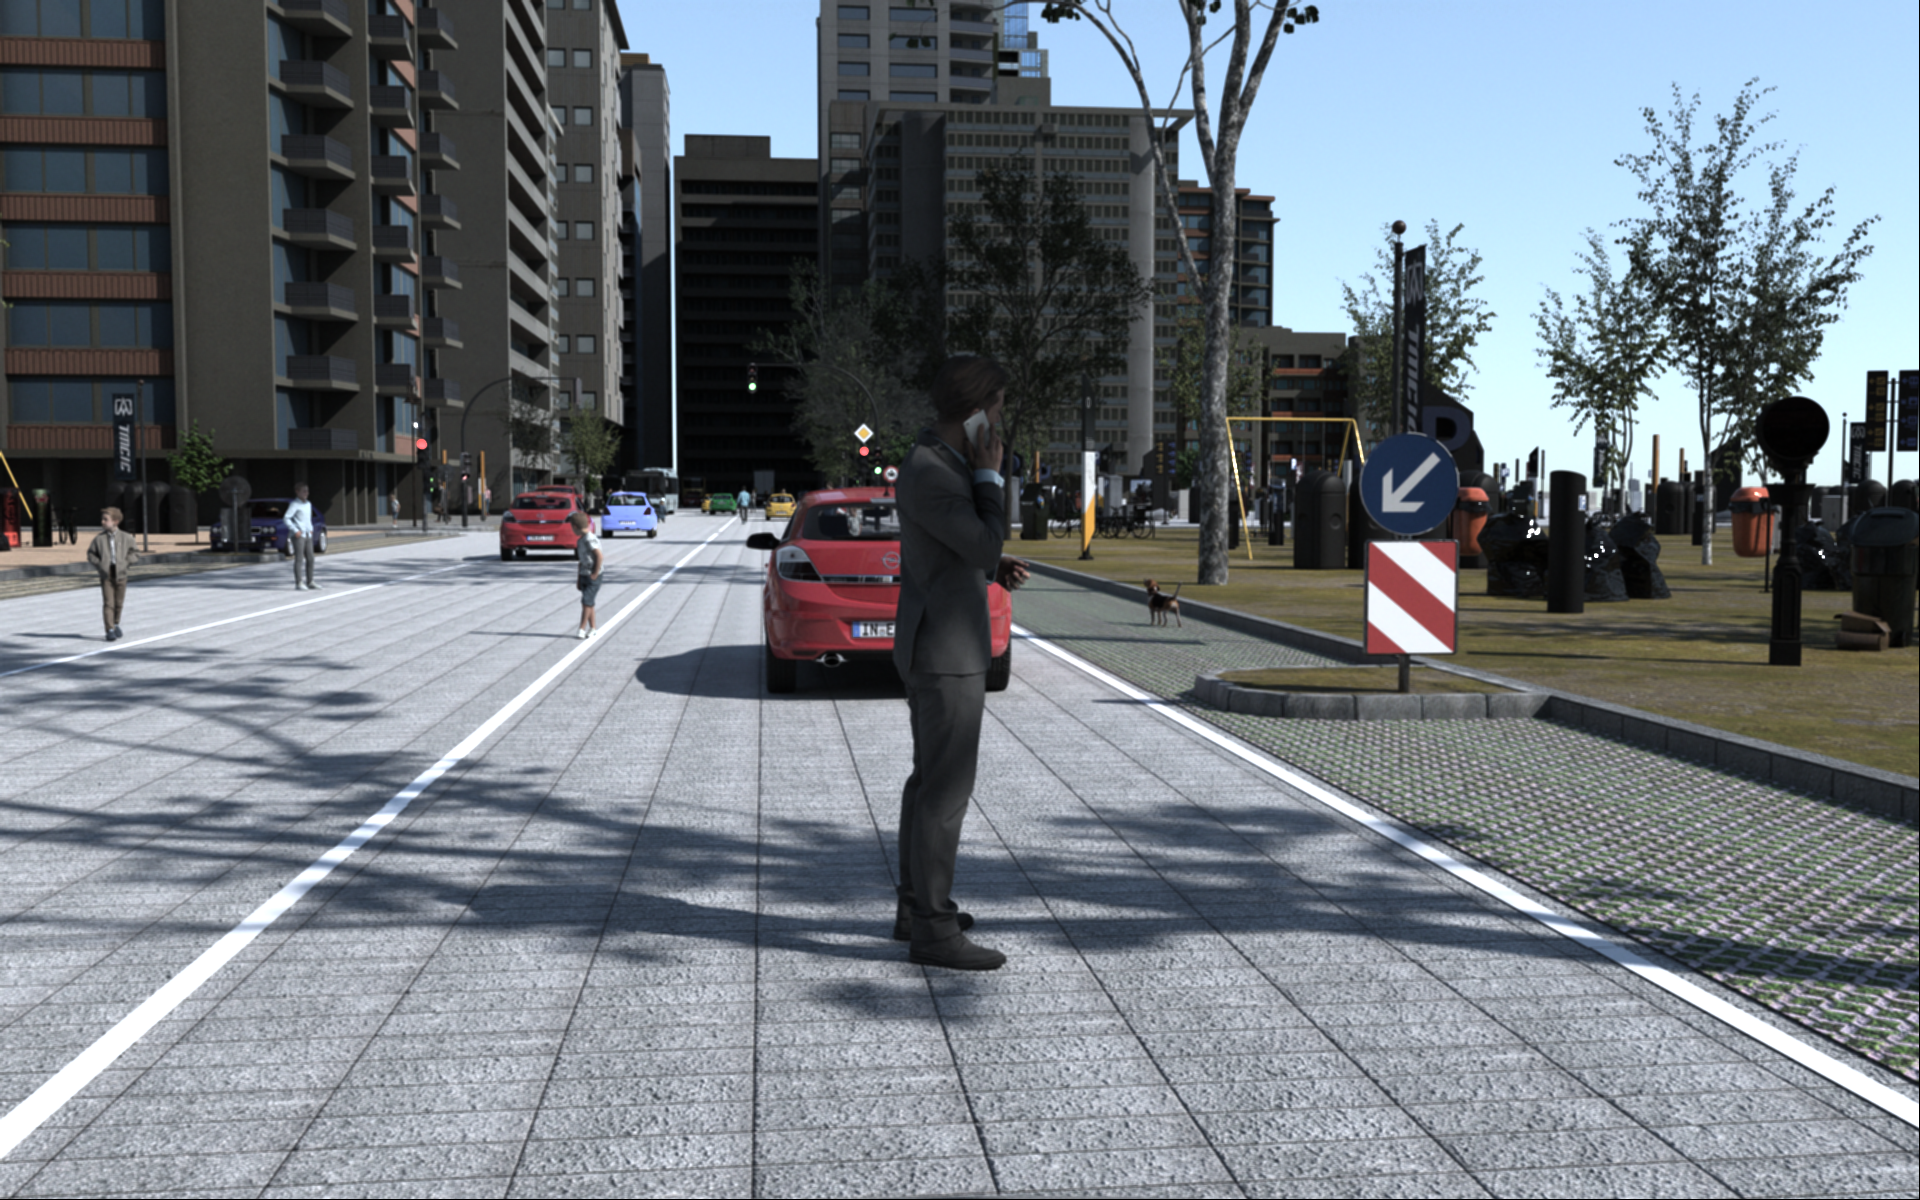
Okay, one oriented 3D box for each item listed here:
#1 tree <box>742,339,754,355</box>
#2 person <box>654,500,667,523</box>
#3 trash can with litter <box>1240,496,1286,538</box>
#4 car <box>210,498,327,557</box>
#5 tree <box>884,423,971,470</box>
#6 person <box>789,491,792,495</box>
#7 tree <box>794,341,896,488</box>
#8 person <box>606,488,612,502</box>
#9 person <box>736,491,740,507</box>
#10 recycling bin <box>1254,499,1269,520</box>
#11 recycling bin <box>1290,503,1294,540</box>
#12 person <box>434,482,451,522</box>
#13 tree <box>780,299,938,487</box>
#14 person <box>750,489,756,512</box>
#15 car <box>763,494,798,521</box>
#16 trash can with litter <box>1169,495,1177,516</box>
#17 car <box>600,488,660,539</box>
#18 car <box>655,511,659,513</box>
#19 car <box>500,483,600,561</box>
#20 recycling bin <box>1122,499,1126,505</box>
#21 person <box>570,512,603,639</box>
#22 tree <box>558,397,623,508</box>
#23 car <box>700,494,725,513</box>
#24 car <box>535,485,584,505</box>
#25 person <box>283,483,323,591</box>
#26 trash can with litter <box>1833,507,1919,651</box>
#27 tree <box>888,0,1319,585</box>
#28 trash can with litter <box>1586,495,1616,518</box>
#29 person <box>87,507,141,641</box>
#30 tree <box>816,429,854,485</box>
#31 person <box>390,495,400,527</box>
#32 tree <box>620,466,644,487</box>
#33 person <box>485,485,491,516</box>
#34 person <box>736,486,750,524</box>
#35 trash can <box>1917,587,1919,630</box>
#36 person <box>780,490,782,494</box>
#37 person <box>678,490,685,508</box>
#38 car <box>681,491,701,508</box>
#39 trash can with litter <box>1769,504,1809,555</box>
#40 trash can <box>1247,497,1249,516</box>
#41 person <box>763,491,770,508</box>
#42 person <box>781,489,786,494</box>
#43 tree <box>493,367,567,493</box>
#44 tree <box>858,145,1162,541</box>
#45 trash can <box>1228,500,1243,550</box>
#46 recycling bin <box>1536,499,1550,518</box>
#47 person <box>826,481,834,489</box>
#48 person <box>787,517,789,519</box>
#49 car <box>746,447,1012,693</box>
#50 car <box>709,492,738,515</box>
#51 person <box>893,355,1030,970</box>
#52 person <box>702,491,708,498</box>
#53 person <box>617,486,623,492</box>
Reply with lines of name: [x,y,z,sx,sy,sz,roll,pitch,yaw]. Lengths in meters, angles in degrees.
tree: [-10.817,-17.337,139.354,12.611,20.169,13.585,0,3,0]
person: [-15.133,-4.465,87.008,1.012,1.151,0.738,-1,4,-19]
trash can with litter: [8.922,-2.497,51.892,1.678,1.210,2.233,1,4,22]
car: [-16.064,-1.696,40.309,1.945,1.354,3.894,0,4,-4]
tree: [-1.862,-5.903,80.235,4.285,4.588,4.351,0,3,0]
person: [-18.163,-10.718,184.671,0.436,1.711,0.756,-1,4,-21]
tree: [-8.353,-12.815,127.652,7.486,12.596,7.792,0,3,0]
person: [-22.551,-6.299,111.740,0.600,1.795,0.529,-1,4,-20]
person: [-25.379,-11.618,198.410,0.705,1.831,1.348,1,4,10]
recycling bin: [15.207,-4.544,86.854,0.722,1.027,0.722,2,4,26]
recycling bin: [9.781,-2.238,49.147,0.722,1.027,0.722,0,4,4]
person: [-23.384,-4.419,78.250,0.822,1.834,0.622,-2,4,-25]
tree: [-6.229,-12.210,110.006,12.009,13.543,11.850,0,3,0]
person: [-16.265,-7.777,135.840,0.511,1.800,0.466,0,4,-3]
car: [-9.697,-5.132,94.129,2.015,1.641,3.980,0,4,-5]
trash can with litter: [13.191,-5.698,104.223,2.233,1.210,1.678,-2,4,-31]
car: [-10.912,-2.912,57.200,1.945,1.707,3.694,-1,4,-8]
car: [-23.536,-7.219,129.827,2.131,1.459,4.920,0,4,-7]
car: [-9.148,-1.807,38.590,2.155,1.783,4.494,-1,4,-8]
recycling bin: [8.307,-4.830,91.516,0.722,1.027,0.722,3,4,37]
person: [-3.713,-0.248,17.246,0.352,1.250,0.332,0,4,0]
tree: [-28.680,-11.093,131.738,4.737,8.622,4.395,0,3,0]
car: [-18.667,-7.400,131.207,2.015,1.641,3.980,0,4,-6]
car: [-16.557,-3.810,70.970,2.281,1.827,5.304,-1,4,-8]
person: [-9.804,-0.948,25.810,0.330,1.601,0.589,2,4,26]
trash can with litter: [7.702,-0.187,14.439,0.624,1.170,1.055,3,5,40]
tree: [4.127,-10.365,25.357,12.611,20.169,13.585,0,3,0]
trash can with litter: [33.872,-4.933,91.712,2.233,1.210,1.678,2,4,28]
person: [-8.335,-0.264,17.085,0.475,1.303,0.640,-2,4,-35]
tree: [-10.500,-12.208,149.961,4.360,8.622,3.978,0,3,0]
person: [-21.715,-3.414,66.539,0.352,1.250,0.332,-2,4,-26]
tree: [-37.214,-13.101,197.913,4.285,4.588,4.351,0,3,0]
person: [-27.391,-5.749,100.054,0.555,1.821,0.388,-1,4,-19]
person: [-10.349,-4.549,82.892,0.660,1.820,0.620,-2,4,-33]
trash can: [8.942,-0.236,15.514,0.748,1.137,0.748,0,3,0]
person: [-16.742,-9.400,162.176,0.705,1.826,1.348,-3,4,-36]
person: [-28.415,-10.199,175.260,1.348,1.822,0.705,0,4,7]
car: [-28.852,-10.828,186.080,2.155,1.783,4.494,-1,4,-8]
trash can with litter: [18.009,-1.559,36.555,2.233,1.210,1.678,3,5,39]
trash can: [15.836,-5.211,96.846,0.748,1.137,0.748,0,3,0]
person: [-16.765,-8.644,150.654,1.217,1.723,0.721,3,5,44]
person: [-12.614,-7.086,124.545,0.709,1.800,0.728,0,4,1]
tree: [-25.182,-9.222,101.149,4.360,8.622,3.978,0,3,0]
tree: [1.221,-6.904,47.290,8.767,10.594,7.601,0,4,6]
trash can: [6.185,-1.749,40.249,0.748,1.137,0.748,0,3,0]
recycling bin: [31.888,-5.019,94.608,0.722,1.027,0.722,-2,4,-25]
person: [-3.971,-2.750,53.487,0.581,1.822,0.654,2,4,34]
person: [-9.674,-5.178,98.181,0.505,1.210,0.382,3,5,44]
car: [-0.662,-0.306,14.043,2.155,1.783,4.494,0,4,-5]
car: [-16.482,-6.841,120.650,1.959,1.807,4.718,0,4,-5]
person: [0.007,0.178,5.388,0.447,1.846,0.655,-1,4,-10]
person: [-26.652,-10.586,182.095,0.721,1.766,1.217,3,5,45]
person: [-16.905,-4.760,86.179,0.661,1.843,0.795,0,4,-2]
